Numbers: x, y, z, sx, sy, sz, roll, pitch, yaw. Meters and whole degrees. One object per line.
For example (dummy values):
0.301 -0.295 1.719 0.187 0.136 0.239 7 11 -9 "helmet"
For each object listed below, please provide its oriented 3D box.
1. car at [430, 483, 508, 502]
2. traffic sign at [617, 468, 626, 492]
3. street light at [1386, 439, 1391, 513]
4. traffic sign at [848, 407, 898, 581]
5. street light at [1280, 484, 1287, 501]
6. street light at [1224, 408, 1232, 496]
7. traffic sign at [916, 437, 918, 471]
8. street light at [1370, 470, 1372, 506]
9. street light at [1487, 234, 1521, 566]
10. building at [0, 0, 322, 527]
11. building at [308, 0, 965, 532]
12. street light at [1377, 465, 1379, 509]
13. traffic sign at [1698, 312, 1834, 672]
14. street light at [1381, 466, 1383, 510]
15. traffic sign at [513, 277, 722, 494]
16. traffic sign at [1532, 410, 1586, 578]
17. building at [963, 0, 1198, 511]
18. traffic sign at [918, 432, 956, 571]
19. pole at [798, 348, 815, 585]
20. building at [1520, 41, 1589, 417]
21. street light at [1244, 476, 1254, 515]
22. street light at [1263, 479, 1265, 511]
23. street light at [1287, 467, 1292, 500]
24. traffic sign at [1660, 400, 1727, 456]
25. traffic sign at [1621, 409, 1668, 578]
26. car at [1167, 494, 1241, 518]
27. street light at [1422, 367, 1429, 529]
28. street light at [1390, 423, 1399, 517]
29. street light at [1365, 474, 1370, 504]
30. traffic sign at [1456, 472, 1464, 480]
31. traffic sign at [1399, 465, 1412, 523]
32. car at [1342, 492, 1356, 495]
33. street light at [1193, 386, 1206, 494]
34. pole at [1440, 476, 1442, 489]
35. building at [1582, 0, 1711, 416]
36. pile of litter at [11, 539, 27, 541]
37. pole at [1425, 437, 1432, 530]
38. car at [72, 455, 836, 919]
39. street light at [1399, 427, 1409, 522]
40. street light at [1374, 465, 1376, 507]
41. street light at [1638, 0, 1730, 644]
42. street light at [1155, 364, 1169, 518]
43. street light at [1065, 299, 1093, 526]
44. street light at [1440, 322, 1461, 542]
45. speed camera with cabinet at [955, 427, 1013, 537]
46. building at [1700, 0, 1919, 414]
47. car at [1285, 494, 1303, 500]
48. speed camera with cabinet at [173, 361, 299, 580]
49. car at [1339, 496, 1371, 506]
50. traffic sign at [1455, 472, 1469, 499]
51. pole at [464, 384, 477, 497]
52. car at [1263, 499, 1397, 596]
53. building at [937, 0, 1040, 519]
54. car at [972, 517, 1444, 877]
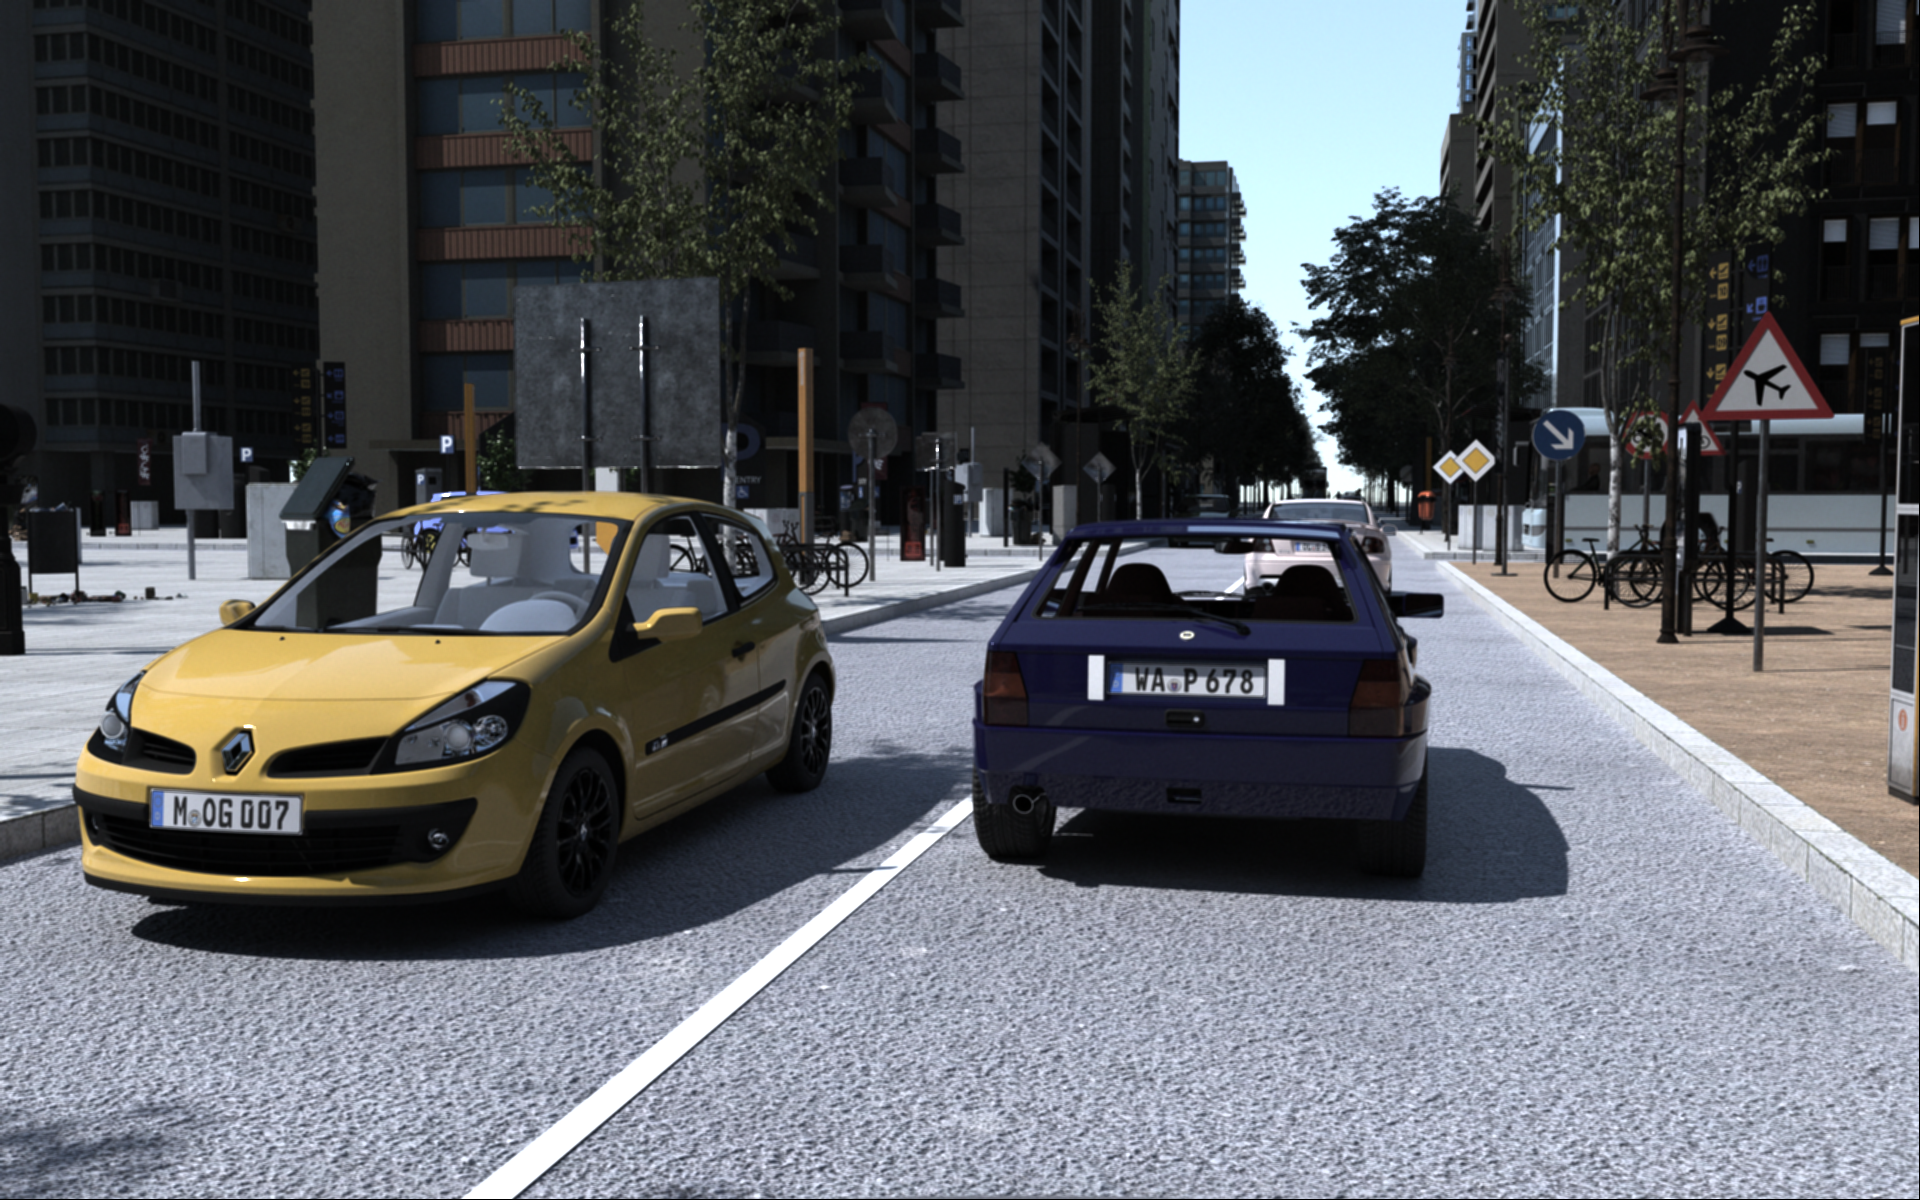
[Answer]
-10.737 -1.876 40.271 3.694 1.707 1.945 1 4 11 "car"
-3.347 -1.041 17.129 0.768 2.556 0.104 1 4 21 "traffic sign"
27.949 -8.520 112.085 0.468 5.910 1.993 1 4 13 "street light"
-1.294 -1.550 25.443 0.768 2.556 0.104 1 4 14 "traffic sign"
30.565 -11.750 164.897 0.468 5.910 1.993 1 4 13 "street light"
14.087 -7.238 91.132 0.468 5.910 1.993 1 4 13 "street light"
-0.500 -1.760 30.903 0.606 2.300 0.079 1 4 13 "traffic sign"
40.707 -12.048 169.778 0.468 5.910 1.993 1 4 13 "street light"
9.684 -3.558 30.963 0.468 5.910 1.993 1 4 13 "street light"
-43.354 -23.439 75.103 23.993 40.220 32.217 1 4 13 "building"
-12.179 -25.243 67.344 22.147 44.769 28.867 1 4 13 "building"
33.454 -10.062 137.299 0.468 5.910 1.993 1 4 13 "street light"
5.766 -0.761 12.440 0.884 2.594 0.081 1 4 22 "traffic sign"
29.721 -9.023 120.314 0.468 5.910 1.993 1 4 13 "street light"
-3.317 -1.392 16.628 2.265 3.308 0.079 1 4 20 "traffic sign"
9.085 -1.603 26.320 0.768 2.556 0.104 1 4 22 "traffic sign"
12.790 -44.630 167.950 20.563 71.187 20.611 1 4 13 "building"
-0.359 -1.626 28.720 0.606 2.300 0.079 1 4 20 "traffic sign"
-2.159 -1.863 24.311 0.158 3.312 0.155 0 3 0 "pole"
39.540 -17.216 99.497 12.078 24.808 19.932 1 4 13 "building"
17.746 -8.229 107.337 0.468 5.910 1.993 1 4 13 "street light"
23.203 -9.750 132.197 0.468 5.910 1.993 1 4 13 "street light"
34.263 -12.754 181.317 0.468 5.910 1.993 1 4 13 "street light"
10.134 -1.469 24.017 0.884 2.594 0.081 1 4 21 "traffic sign"
10.100 -1.551 25.469 0.768 2.556 0.104 1 4 18 "traffic sign"
6.719 -2.300 47.393 2.009 1.686 4.222 1 4 14 "car"
16.935 -5.521 63.052 0.468 5.910 1.993 1 4 13 "street light"
24.264 -7.529 95.887 0.468 5.910 1.993 1 4 13 "street light"
48.064 -14.068 202.798 0.468 5.910 1.993 1 4 13 "street light"
18.140 -3.891 63.730 0.768 2.556 0.104 1 4 22 "traffic sign"
19.539 -4.614 75.541 0.768 2.556 0.104 1 4 18 "traffic sign"
57.235 -15.026 254.345 2.281 1.827 5.304 1 4 11 "car"
10.293 -6.226 74.575 0.468 5.910 1.993 1 4 13 "street light"
29.087 -6.776 104.637 0.158 3.312 0.155 0 3 0 "pole"
36.818 -17.372 77.541 14.314 27.812 24.014 1 4 13 "building"
-25.650 -2.078 47.932 1.176 0.858 1.719 2 4 27 "pile of litter"
16.759 -4.167 61.978 0.158 3.312 0.155 0 3 0 "pole"
-1.814 0.185 7.200 2.015 1.641 3.980 1 4 13 "car"
20.548 -6.522 79.421 0.468 5.910 1.993 1 4 13 "street light"
37.107 -11.053 153.504 0.468 5.910 1.993 1 4 13 "street light"
6.098 -2.566 14.743 0.468 5.910 1.993 1 4 13 "street light"
6.790 -5.232 58.336 0.468 5.910 1.993 1 4 13 "street light"
2.833 -4.189 41.276 0.468 5.910 1.993 1 4 13 "street light"
13.195 -4.520 46.695 0.468 5.910 1.993 1 4 13 "street light"
0.727 -3.524 51.957 0.660 3.252 2.038 3 5 43 "speed camera with cabinet"
30.534 -13.375 48.359 15.834 23.373 12.332 1 4 13 "building"
26.318 -7.521 134.973 2.014 1.417 4.499 1 4 14 "car"
-10.677 -1.939 26.039 2.038 3.252 0.660 0 4 0 "speed camera with cabinet"
18.579 -4.265 82.313 1.945 1.354 3.894 1 4 11 "car"
22.152 -4.689 76.774 0.768 2.556 0.104 1 4 19 "traffic sign"
-9.057 -2.338 32.073 0.158 3.312 0.155 0 3 0 "pole"
4.868 -0.680 23.488 2.083 1.381 4.827 1 4 12 "car"
-1.592 -40.331 97.661 20.563 71.187 20.611 1 4 13 "building"
1.234 0.282 7.973 1.945 1.354 3.894 1 4 13 "car"
